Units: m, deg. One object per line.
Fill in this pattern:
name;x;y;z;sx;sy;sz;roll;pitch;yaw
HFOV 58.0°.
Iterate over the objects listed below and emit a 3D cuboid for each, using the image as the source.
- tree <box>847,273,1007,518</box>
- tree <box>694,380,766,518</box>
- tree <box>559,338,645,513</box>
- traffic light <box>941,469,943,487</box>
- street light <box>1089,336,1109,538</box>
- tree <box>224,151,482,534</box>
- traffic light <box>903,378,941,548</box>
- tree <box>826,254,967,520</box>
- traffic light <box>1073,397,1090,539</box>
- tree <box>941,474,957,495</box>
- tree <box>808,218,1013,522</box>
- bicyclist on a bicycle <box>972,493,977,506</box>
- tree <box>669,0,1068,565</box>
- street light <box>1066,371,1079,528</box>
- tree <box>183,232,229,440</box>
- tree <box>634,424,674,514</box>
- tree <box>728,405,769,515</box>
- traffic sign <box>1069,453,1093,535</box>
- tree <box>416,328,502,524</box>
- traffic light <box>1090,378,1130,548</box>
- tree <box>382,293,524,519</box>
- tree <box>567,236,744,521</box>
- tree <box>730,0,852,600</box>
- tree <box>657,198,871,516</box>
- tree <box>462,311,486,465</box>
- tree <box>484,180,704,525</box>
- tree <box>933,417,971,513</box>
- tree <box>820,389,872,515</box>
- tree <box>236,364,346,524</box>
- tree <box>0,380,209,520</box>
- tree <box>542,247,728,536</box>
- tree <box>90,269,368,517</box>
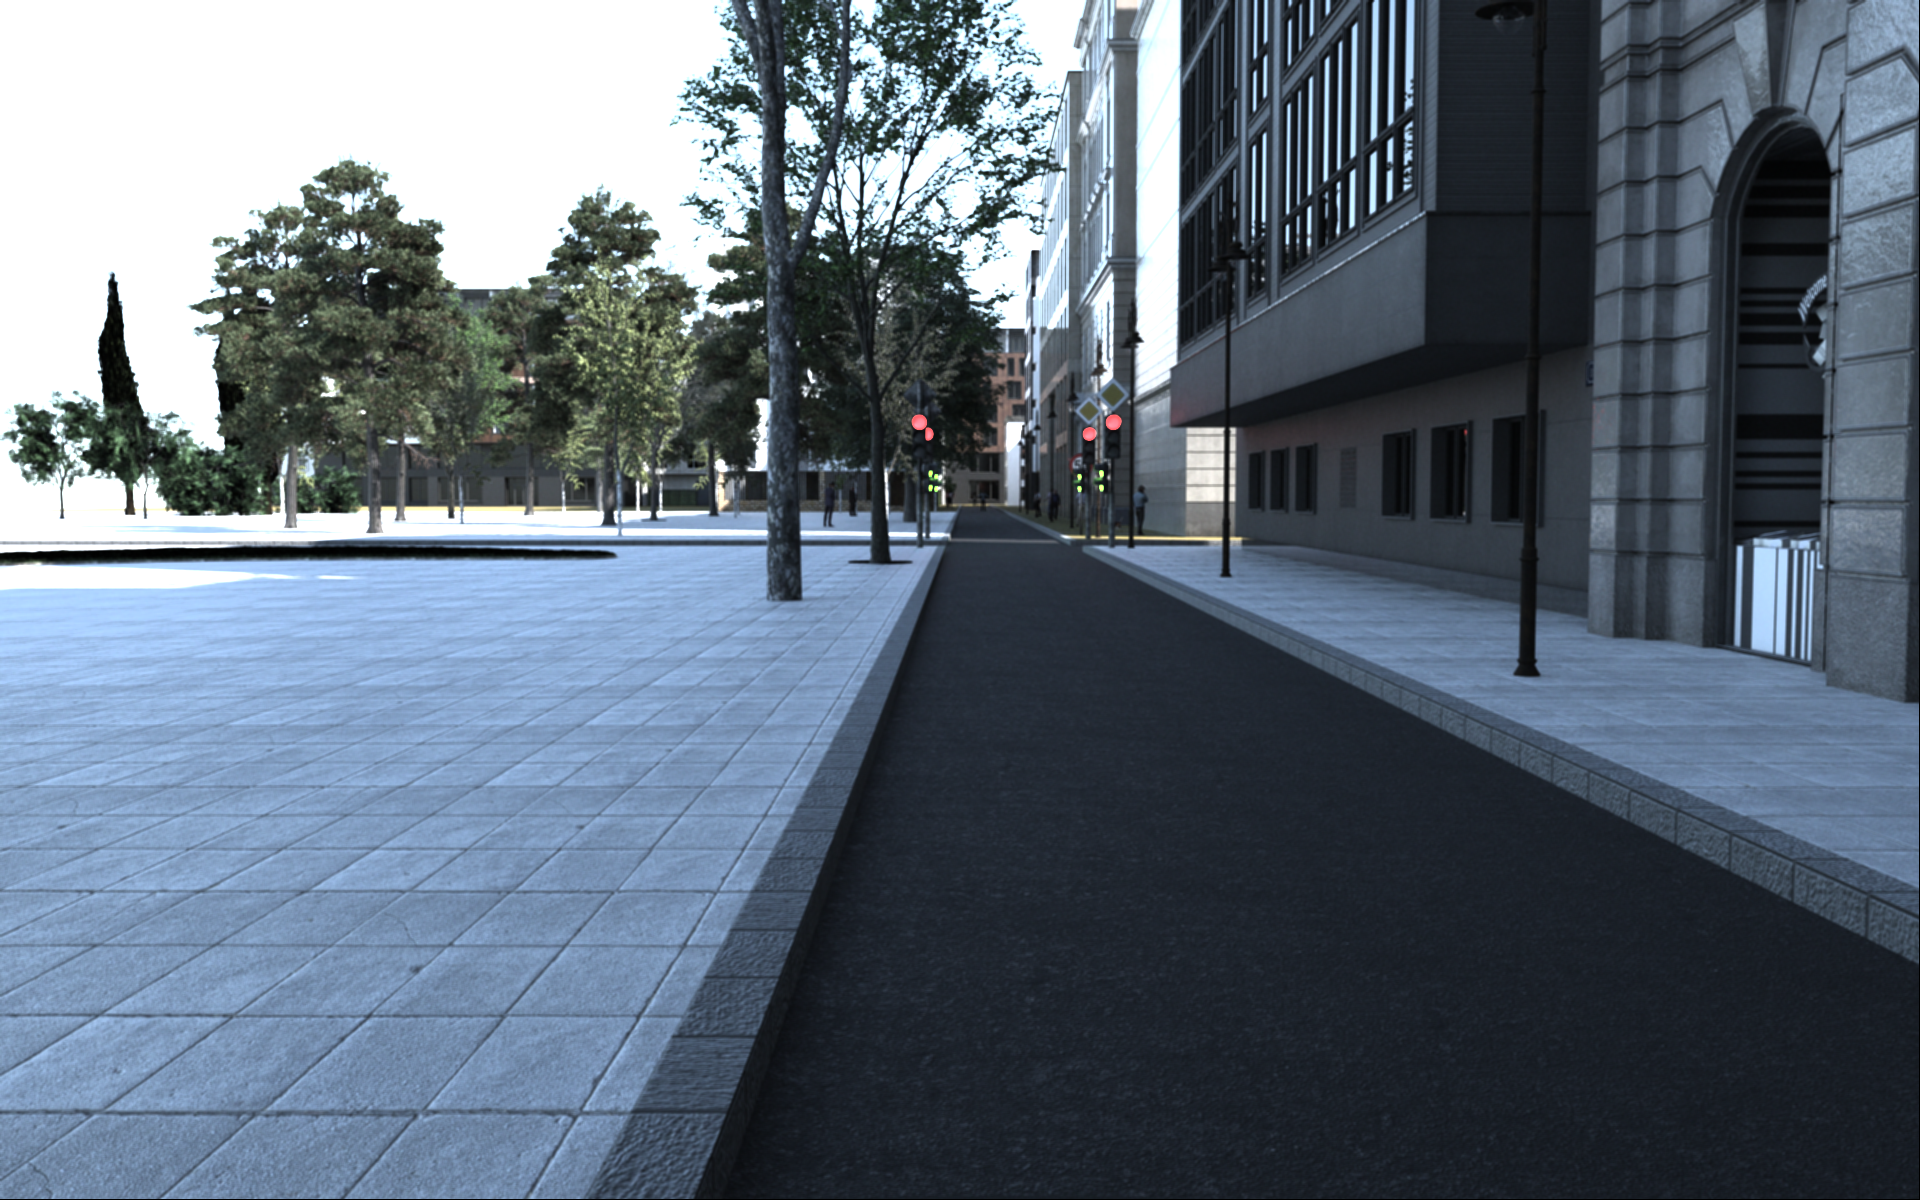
tree;-2.341;-11.253;94.363;12.009;13.543;11.850;0;3;0
tree;-12.139;-8.722;92.964;4.360;8.622;3.978;0;3;0
tree;-25.200;-12.284;118.970;7.486;12.596;7.792;0;3;0
traffic light;-0.915;-3.678;49.385;0.839;4.213;0.868;0;4;0
street light;4.073;-4.777;50.893;0.468;5.910;1.993;0;4;0
tree;-18.750;-8.138;55.120;6.751;12.117;7.091;0;3;0
traffic light;-0.941;-3.190;41.400;0.839;4.213;0.868;0;4;0
tree;-2.103;-6.322;53.723;4.360;8.622;3.978;0;3;0
traffic light;3.646;-3.678;49.386;0.839;4.213;0.868;0;4;0
tree;-0.999;-10.641;168.578;1.663;3.219;1.824;0;3;0
tree;-2.395;-10.542;79.017;9.857;13.997;8.962;0;3;0
bicyclist on a bicycle;1.690;-11.518;198.339;1.499;1.676;1.625;0;4;2
tree;-1.621;-6.485;31.786;9.928;11.665;9.643;0;3;0
street light;4.225;-5.655;65.240;0.468;5.910;1.993;0;4;0
tree;-24.620;-8.661;63.656;6.751;12.117;7.091;0;3;0
tree;-19.124;-9.755;109.850;4.360;8.622;3.978;0;3;0
tree;-13.772;-9.641;107.993;4.737;8.622;4.395;0;3;0
traffic sign;3.770;-3.289;53.889;0.768;2.556;0.104;1;4;9
tree;-21.203;-7.506;73.078;4.360;8.622;3.978;0;3;0
traffic light;3.620;-3.190;41.401;0.839;4.213;0.868;0;4;0
tree;-26.490;-10.006;89.349;9.928;11.665;9.643;0;3;0
tree;-14.629;-10.542;82.726;12.009;13.543;11.850;0;3;0
tree;-3.061;-9.992;19.254;12.611;20.169;13.585;0;3;0
tree;-6.514;-8.570;62.181;6.751;12.117;7.091;0;3;0
tree;-25.176;-11.818;100.639;7.806;13.903;7.818;0;3;0
tree;-14.176;-9.997;70.873;7.806;13.903;7.818;0;3;0
tree;-1.528;-10.344;119.490;4.737;8.622;4.395;0;3;0
tree;-8.323;-10.188;116.938;4.737;8.622;4.395;0;3;0
tree;-28.533;-7.517;73.263;4.737;8.622;4.395;0;3;0
tree;-48.545;-7.589;86.983;20.602;7.101;11.467;-1;4;-17
tree;-10.122;-6.247;52.505;4.737;8.622;4.395;0;3;0
tree;-44.955;-12.526;106.627;13.155;14.587;18.604;0;4;-1
